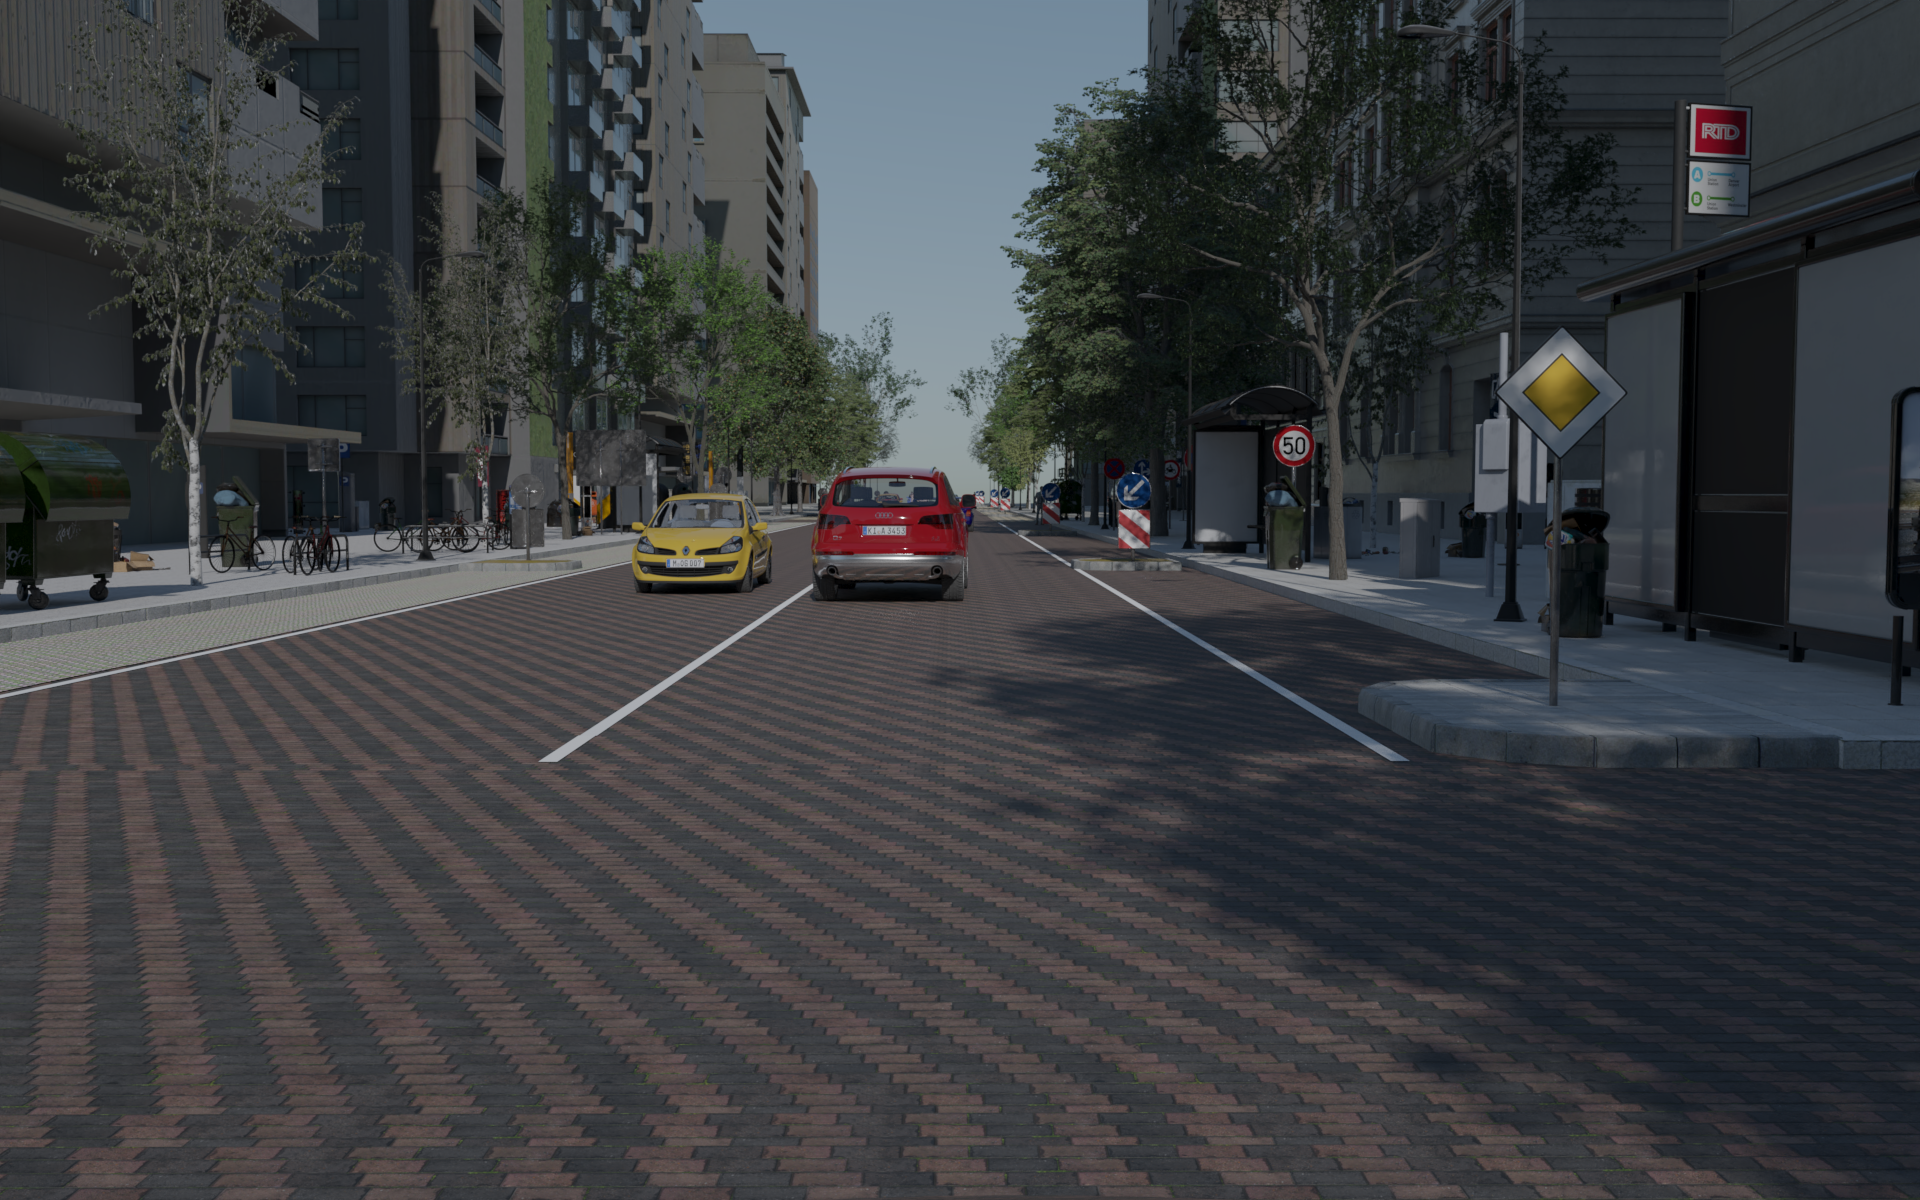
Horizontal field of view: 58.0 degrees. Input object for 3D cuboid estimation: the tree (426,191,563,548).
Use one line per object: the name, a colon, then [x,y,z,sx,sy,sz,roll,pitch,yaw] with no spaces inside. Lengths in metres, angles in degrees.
tree: [-11.606,-5.559,41.255,4.360,8.622,3.978,0,3,0]

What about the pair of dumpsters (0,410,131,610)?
pair of dumpsters: [-10.686,-0.987,18.628,1.574,2.255,4.437,0,4,0]

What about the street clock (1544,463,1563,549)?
street clock: [13.729,-2.182,40.241,0.358,2.002,0.471,-3,4,-36]

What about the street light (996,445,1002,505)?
street light: [4.328,-11.594,162.108,1.470,5.913,1.316,0,4,0]

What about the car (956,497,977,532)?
car: [-0.323,-3.331,67.041,1.945,1.354,3.894,0,4,1]

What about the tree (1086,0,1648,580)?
tree: [5.769,-5.596,25.905,8.767,10.594,7.601,1,4,15]

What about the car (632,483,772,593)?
car: [-3.870,-0.985,26.334,2.015,1.641,3.980,0,3,0]

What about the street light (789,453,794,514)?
street light: [-10.190,-8.418,110.181,1.470,5.913,1.316,0,4,0]

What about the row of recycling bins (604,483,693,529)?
row of recycling bins: [-11.704,-3.512,64.528,3.534,1.692,1.069,0,4,0]

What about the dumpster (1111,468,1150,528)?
dumpster: [6.501,-3.816,64.884,1.502,2.255,1.985,0,4,0]

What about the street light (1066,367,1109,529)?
street light: [4.724,-5.516,62.720,1.470,5.913,1.316,0,4,0]

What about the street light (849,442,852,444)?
street light: [-10.373,-11.213,155.874,1.470,5.913,1.316,0,4,0]

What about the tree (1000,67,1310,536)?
tree: [6.108,-8.910,52.337,9.857,13.997,8.962,0,3,0]

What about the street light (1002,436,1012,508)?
street light: [4.320,-10.195,139.229,1.470,5.913,1.316,0,4,0]

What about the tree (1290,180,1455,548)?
tree: [9.876,-5.563,41.316,4.360,8.622,3.978,0,3,0]

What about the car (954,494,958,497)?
car: [-0.878,-11.319,194.844,2.009,1.686,4.222,0,4,1]

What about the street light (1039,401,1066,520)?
street light: [4.714,-6.912,85.552,1.470,5.913,1.316,0,4,0]

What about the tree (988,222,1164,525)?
tree: [5.411,-9.373,71.367,7.486,12.596,7.792,0,3,0]

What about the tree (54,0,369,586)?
tree: [-10.586,-4.518,24.234,4.360,8.622,3.978,0,3,0]

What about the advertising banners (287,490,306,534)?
advertising banners: [-21.440,-3.585,54.806,0.090,3.025,2.074,1,4,17]

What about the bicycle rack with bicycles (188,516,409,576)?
bicycle rack with bicycles: [-11.125,-0.923,28.470,2.852,0.926,2.925,1,4,8]

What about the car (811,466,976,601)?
car: [-0.915,-0.979,24.680,2.281,1.827,5.304,0,4,1]

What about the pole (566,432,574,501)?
pole: [-12.882,-3.876,57.223,0.158,3.312,0.155,0,3,0]

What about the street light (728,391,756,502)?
street light: [-9.896,-6.458,78.132,1.470,5.913,1.316,0,4,0]

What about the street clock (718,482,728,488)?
street clock: [-11.430,-4.834,83.613,0.471,2.002,0.358,0,4,-6]

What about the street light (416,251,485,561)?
street light: [-9.774,-3.714,33.266,1.470,5.913,1.316,0,4,0]

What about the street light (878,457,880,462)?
street light: [-10.632,-14.854,215.400,1.470,5.913,1.316,0,4,0]

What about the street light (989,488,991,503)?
street light: [3.942,-13.832,198.701,1.470,5.913,1.316,0,4,0]

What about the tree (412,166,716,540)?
tree: [-11.123,-6.997,48.807,8.767,10.594,7.601,-1,4,-14]

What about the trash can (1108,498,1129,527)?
trash can: [6.073,-3.401,67.256,0.748,1.137,0.748,0,3,0]

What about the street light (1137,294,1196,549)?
street light: [4.800,-4.144,40.288,1.470,5.913,1.316,0,4,0]

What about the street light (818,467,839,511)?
street light: [-10.242,-9.841,133.442,1.470,5.913,1.316,0,4,0]

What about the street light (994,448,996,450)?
street light: [4.186,-12.461,176.270,1.470,5.913,1.316,0,4,0]

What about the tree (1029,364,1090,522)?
tree: [5.536,-7.916,79.793,4.360,8.622,3.978,0,3,0]

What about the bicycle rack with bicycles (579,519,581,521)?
bicycle rack with bicycles: [-18.902,-4.079,80.073,2.925,0.926,2.852,0,4,-5]

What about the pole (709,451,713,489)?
pole: [-11.833,-5.413,82.339,0.158,3.312,0.155,0,3,0]

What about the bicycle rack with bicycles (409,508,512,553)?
bicycle rack with bicycles: [-11.458,-1.524,38.303,2.925,0.926,2.852,-1,4,-10]

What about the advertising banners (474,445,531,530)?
advertising banners: [-16.377,-4.036,62.176,2.074,3.025,0.090,0,4,-5]

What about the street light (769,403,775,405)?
street light: [-10.023,-7.046,87.749,1.470,5.913,1.316,0,4,0]

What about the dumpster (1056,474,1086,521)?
dumpster: [5.291,-4.979,83.900,1.502,2.255,1.985,0,4,0]

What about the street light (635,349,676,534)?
street light: [-9.751,-5.086,55.700,1.470,5.913,1.316,0,4,0]

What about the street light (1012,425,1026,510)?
street light: [4.449,-8.823,116.797,1.470,5.913,1.316,0,4,0]

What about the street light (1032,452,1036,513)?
street light: [4.623,-7.440,94.189,1.470,5.913,1.316,0,4,0]

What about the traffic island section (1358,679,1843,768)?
traffic island section: [3.617,0.720,10.512,2.009,0.180,2.903,0,4,0]

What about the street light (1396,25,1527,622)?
street light: [5.023,-2.740,17.335,1.470,5.913,1.316,0,4,0]

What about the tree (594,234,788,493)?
tree: [-10.770,-8.869,70.771,9.928,11.665,9.643,0,3,0]
